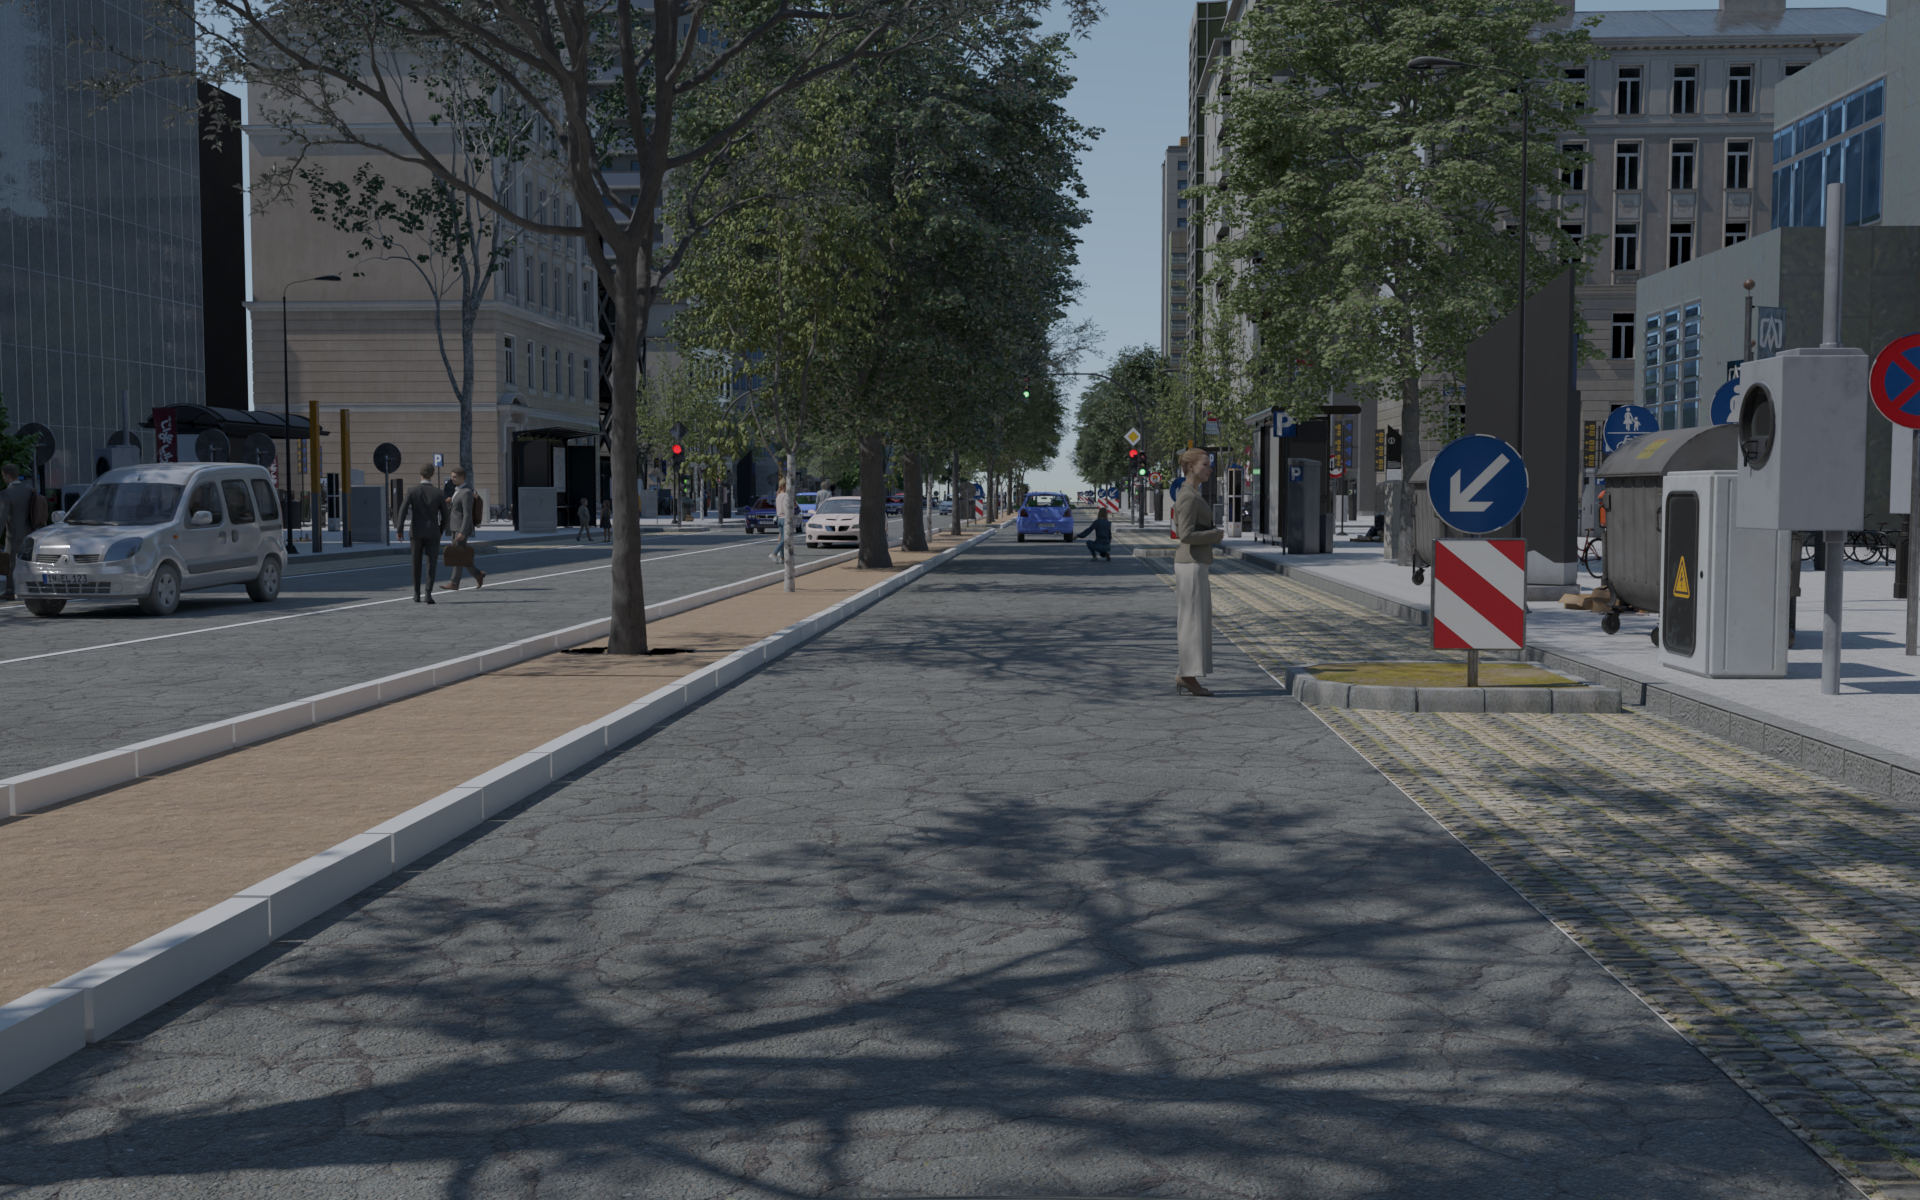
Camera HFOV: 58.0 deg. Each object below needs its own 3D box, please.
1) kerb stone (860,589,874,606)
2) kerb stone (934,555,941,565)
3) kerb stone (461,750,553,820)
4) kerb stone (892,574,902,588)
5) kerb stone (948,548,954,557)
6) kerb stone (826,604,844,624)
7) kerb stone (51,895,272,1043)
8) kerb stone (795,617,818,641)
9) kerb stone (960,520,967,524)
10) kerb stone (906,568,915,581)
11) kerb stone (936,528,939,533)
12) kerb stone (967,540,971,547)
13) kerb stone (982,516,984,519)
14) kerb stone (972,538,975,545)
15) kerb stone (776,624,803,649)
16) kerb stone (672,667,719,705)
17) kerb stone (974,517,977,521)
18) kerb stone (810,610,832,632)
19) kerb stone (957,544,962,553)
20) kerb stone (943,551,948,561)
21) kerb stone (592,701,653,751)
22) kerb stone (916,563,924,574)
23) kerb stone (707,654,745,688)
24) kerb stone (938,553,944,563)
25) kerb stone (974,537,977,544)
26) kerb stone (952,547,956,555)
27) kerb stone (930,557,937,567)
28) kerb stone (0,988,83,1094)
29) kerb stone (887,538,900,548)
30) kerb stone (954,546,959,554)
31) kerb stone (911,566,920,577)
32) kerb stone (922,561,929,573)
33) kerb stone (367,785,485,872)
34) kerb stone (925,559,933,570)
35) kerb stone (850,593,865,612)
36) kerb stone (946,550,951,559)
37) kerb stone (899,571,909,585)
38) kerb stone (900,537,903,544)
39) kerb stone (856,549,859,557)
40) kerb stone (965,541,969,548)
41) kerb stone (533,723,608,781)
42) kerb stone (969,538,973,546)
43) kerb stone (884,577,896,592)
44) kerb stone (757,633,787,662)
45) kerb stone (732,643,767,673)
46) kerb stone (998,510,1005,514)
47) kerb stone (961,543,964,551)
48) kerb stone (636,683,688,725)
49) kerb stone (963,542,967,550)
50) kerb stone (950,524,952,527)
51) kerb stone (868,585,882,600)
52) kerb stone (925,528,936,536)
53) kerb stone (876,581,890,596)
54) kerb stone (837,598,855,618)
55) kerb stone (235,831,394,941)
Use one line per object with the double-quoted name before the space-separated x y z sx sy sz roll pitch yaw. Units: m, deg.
"kerb stone" -1.261 -0.010 22.410 0.120 0.150 1.000 0 4 3
"kerb stone" -0.526 -0.764 34.686 0.120 0.150 1.000 0 4 3
"kerb stone" -2.118 0.863 8.086 0.120 0.150 1.000 0 4 3
"kerb stone" -1.027 -0.262 26.501 0.120 0.150 1.000 0 4 3
"kerb stone" -0.289 -1.011 38.788 0.120 0.150 1.000 0 4 3
"kerb stone" -1.444 0.183 19.320 0.120 0.150 1.000 0 4 3
"kerb stone" -2.289 1.054 5.016 0.120 0.150 1.000 0 4 3
"kerb stone" -1.570 0.302 17.279 0.120 0.150 1.000 0 4 3
"kerb stone" 0.209 -3.678 82.461 0.120 0.150 1.000 0 4 3
"kerb stone" -0.892 -0.389 28.550 0.120 0.150 1.000 0 4 3
"kerb stone" -0.858 -2.587 64.492 0.120 0.150 1.000 0 4 3
"kerb stone" 0.141 -1.448 45.938 0.120 0.150 1.000 0 4 3
"kerb stone" 1.132 -4.624 97.797 0.120 0.150 1.000 0 4 3
"kerb stone" 0.263 -1.571 47.986 0.120 0.150 1.000 0 4 3
"kerb stone" -1.633 0.363 16.257 0.120 0.150 1.000 0 4 3
"kerb stone" -1.874 0.613 12.172 0.120 0.150 1.000 0 4 3
"kerb stone" 0.694 -4.186 90.636 0.120 0.150 1.000 0 4 3
"kerb stone" -1.505 0.238 18.300 0.120 0.150 1.000 0 4 3
"kerb stone" -0.102 -1.202 41.855 0.120 0.150 1.000 0 4 3
"kerb stone" -0.405 -0.890 36.742 0.120 0.150 1.000 0 4 3
"kerb stone" -1.991 0.743 10.130 0.120 0.150 1.000 0 4 3
"kerb stone" -0.780 -0.514 30.591 0.120 0.150 1.000 0 4 3
"kerb stone" -1.808 0.552 13.195 0.120 0.150 1.000 0 4 3
"kerb stone" -0.473 -0.827 35.712 0.120 0.150 1.000 0 4 3
"kerb stone" 0.316 -1.640 49.007 0.120 0.150 1.000 0 4 3
"kerb stone" -0.231 -1.077 39.810 0.120 0.150 1.000 0 4 3
"kerb stone" -0.596 -0.701 33.658 0.120 0.150 1.000 0 4 3
"kerb stone" -2.358 1.113 3.996 0.120 0.150 1.000 0 4 3
"kerb stone" -1.845 -1.584 48.087 0.120 0.150 1.000 0 4 3
"kerb stone" -0.164 -1.134 40.834 0.120 0.150 1.000 0 4 3
"kerb stone" -0.835 -0.446 29.571 0.120 0.150 1.000 0 4 3
"kerb stone" -0.708 -0.576 31.613 0.120 0.150 1.000 0 4 3
"kerb stone" -2.172 0.926 7.060 0.120 0.150 1.000 0 4 3
"kerb stone" -0.650 -0.639 32.638 0.120 0.150 1.000 0 4 3
"kerb stone" -1.318 0.051 21.384 0.120 0.150 1.000 0 4 3
"kerb stone" -0.339 -0.952 37.762 0.120 0.150 1.000 0 4 3
"kerb stone" -0.961 -0.325 27.521 0.120 0.150 1.000 0 4 3
"kerb stone" -1.778 -1.646 49.107 0.120 0.150 1.000 0 4 3
"kerb stone" -2.386 -1.021 38.883 0.120 0.150 1.000 0 4 3
"kerb stone" 0.076 -1.390 44.916 0.120 0.150 1.000 0 4 3
"kerb stone" -2.058 0.800 9.110 0.120 0.150 1.000 0 4 3
"kerb stone" 0.206 -1.515 46.965 0.120 0.150 1.000 0 4 3
"kerb stone" -1.081 -0.201 25.477 0.120 0.150 1.000 0 4 3
"kerb stone" -1.681 0.428 15.236 0.120 0.150 1.000 0 4 3
"kerb stone" -1.755 0.488 14.216 0.120 0.150 1.000 0 4 3
"kerb stone" 3.196 -6.750 132.563 0.120 0.150 1.000 0 4 3
"kerb stone" -0.045 -1.265 42.875 0.120 0.150 1.000 0 4 3
"kerb stone" -1.938 0.680 11.152 0.120 0.150 1.000 0 4 3
"kerb stone" 0.019 -1.327 43.896 0.120 0.150 1.000 0 4 3
"kerb stone" -0.219 -3.247 75.301 0.120 0.150 1.000 0 4 3
"kerb stone" -1.205 -0.073 23.431 0.120 0.150 1.000 0 4 3
"kerb stone" -1.042 -2.394 61.414 0.120 0.150 1.000 0 4 3
"kerb stone" -1.136 -0.137 24.456 0.120 0.150 1.000 0 4 3
"kerb stone" -1.382 0.113 20.351 0.120 0.150 1.000 0 4 3
"kerb stone" -2.234 0.988 6.040 0.120 0.150 1.000 0 4 3
